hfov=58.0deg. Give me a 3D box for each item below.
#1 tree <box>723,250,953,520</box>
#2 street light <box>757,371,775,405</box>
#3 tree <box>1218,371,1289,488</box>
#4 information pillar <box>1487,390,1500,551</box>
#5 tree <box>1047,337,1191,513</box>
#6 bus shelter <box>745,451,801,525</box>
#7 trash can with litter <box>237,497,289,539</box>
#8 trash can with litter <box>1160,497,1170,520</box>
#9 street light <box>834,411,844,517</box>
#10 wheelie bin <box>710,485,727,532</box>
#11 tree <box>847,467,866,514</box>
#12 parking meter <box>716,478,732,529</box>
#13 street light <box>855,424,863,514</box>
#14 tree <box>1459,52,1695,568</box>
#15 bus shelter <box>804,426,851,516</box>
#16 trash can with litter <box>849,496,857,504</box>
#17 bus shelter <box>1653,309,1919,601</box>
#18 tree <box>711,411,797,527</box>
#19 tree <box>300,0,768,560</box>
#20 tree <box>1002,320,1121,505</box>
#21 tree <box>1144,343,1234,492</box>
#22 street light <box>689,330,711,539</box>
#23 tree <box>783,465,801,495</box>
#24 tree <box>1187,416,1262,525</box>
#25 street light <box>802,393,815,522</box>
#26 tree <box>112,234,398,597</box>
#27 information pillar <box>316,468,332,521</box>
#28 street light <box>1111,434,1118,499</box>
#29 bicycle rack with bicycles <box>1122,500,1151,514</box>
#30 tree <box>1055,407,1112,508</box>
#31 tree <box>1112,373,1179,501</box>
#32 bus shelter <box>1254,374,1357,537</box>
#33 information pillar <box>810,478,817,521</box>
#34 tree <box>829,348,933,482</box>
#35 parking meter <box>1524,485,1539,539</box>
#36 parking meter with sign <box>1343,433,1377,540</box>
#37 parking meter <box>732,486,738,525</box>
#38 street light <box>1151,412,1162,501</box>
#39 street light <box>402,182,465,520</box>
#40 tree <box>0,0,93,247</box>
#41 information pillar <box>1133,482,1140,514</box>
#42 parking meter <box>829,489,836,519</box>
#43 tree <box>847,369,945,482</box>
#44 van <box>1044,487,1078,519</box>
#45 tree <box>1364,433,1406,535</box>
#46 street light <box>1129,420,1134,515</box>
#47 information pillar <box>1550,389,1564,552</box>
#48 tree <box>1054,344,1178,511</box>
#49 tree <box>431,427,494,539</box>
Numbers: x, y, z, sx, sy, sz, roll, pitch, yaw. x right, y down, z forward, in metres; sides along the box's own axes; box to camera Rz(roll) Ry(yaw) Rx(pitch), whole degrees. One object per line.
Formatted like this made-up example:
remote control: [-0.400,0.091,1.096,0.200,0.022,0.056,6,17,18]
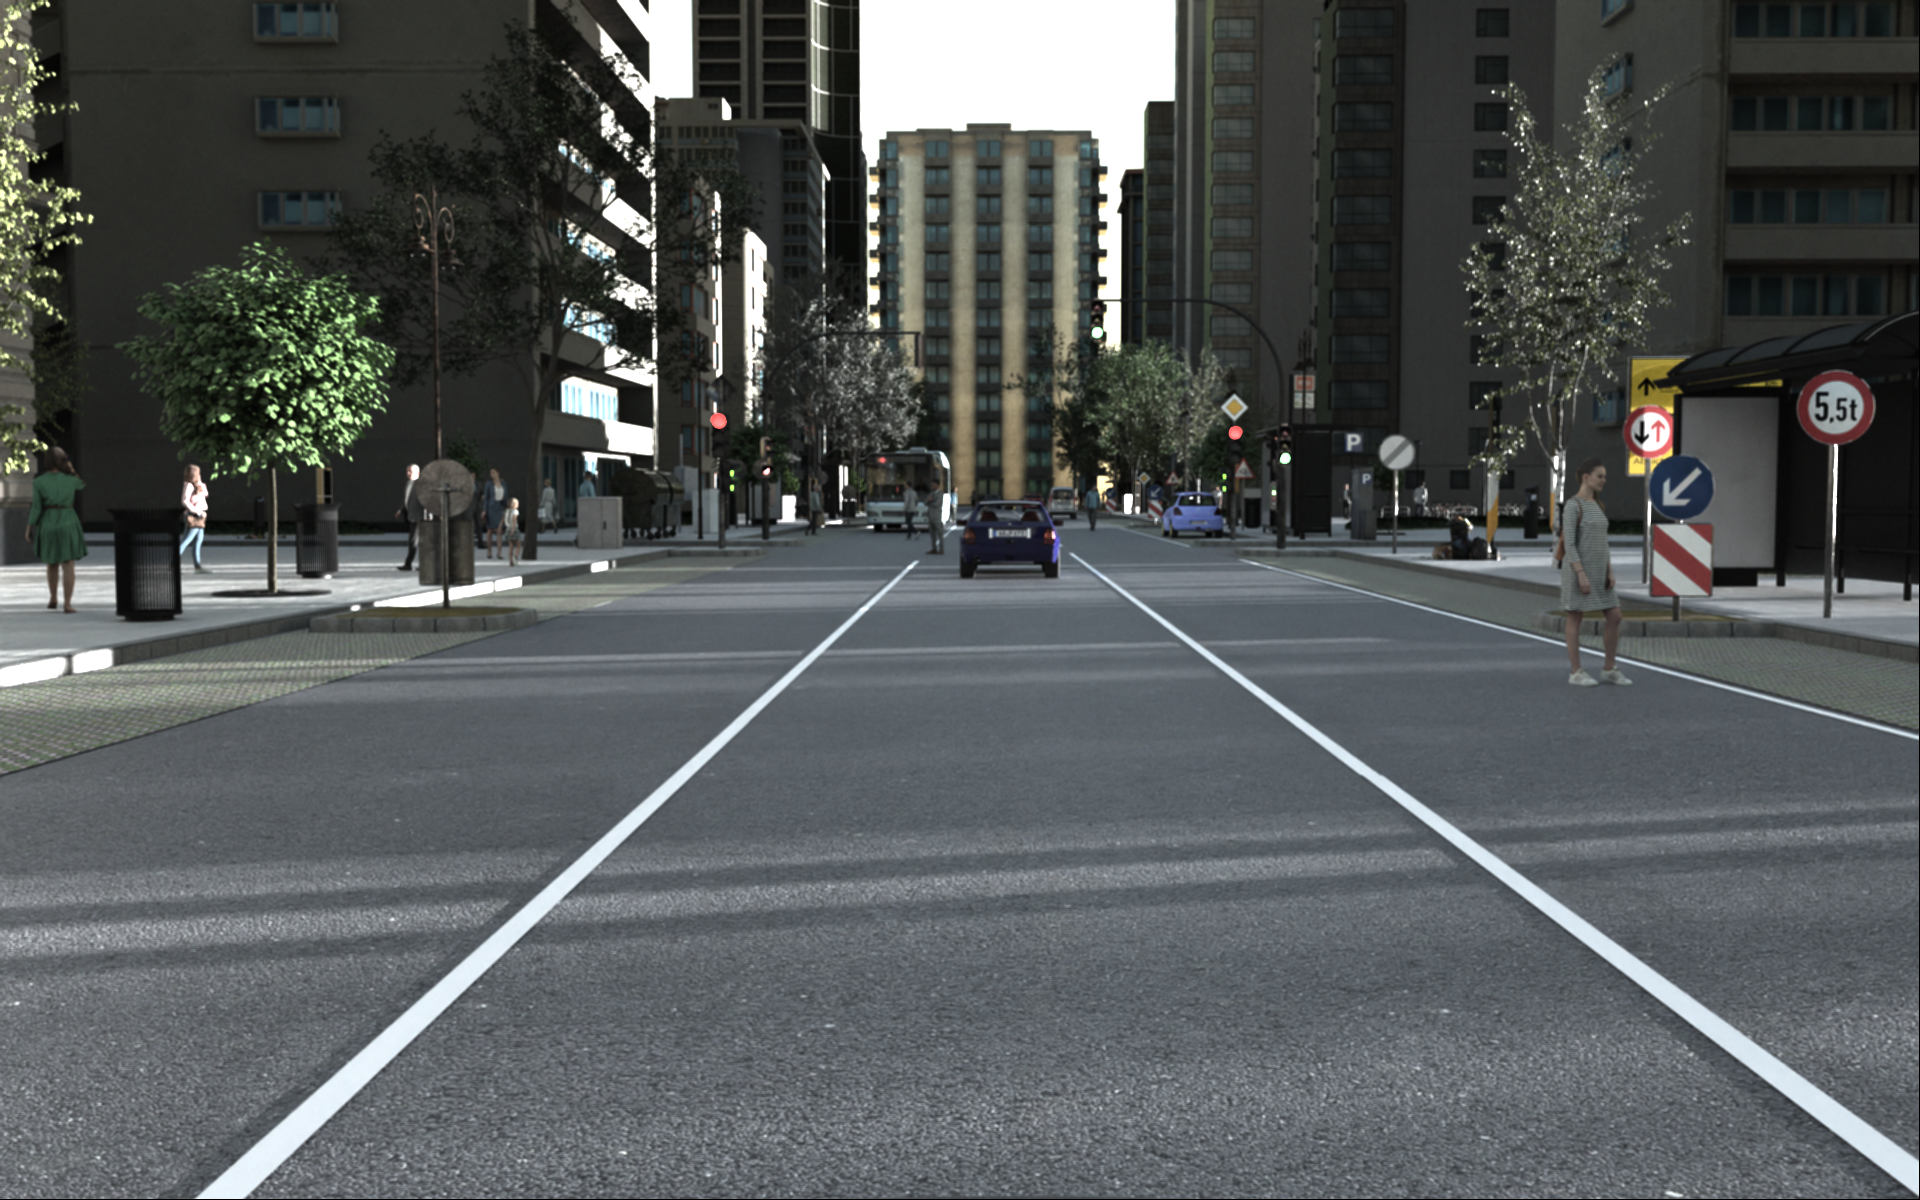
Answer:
tree: [-7.102,-10.767,86.410,12.009,13.543,11.850,0,3,0]
street light: [-7.186,-5.600,64.348,0.468,5.910,1.993,0,4,1]
tree: [16.942,-9.277,102.037,4.737,8.622,4.395,0,3,0]
information pillar: [12.090,-2.931,39.270,0.183,3.616,0.504,3,4,37]
tree: [11.608,-11.596,115.351,9.928,11.665,9.643,0,3,0]
bus shelter: [-8.119,-4.930,74.528,2.014,3.302,5.546,0,4,1]
trash can with litter: [-20.001,-2.383,50.019,1.678,1.210,2.233,0,4,-4]
trash can with litter: [10.408,-4.587,86.378,1.055,1.170,0.624,2,4,27]
street light: [-6.617,-7.465,94.832,0.468,5.910,1.993,0,4,1]
wheelie bin: [-8.249,-3.116,58.862,0.693,1.594,0.980,0,4,-7]
tree: [-7.046,-7.213,112.534,1.663,3.219,1.824,0,3,0]
parking meter: [-8.672,-3.520,63.257,0.399,1.863,0.255,2,4,26]
street light: [-6.402,-8.369,109.628,0.468,5.910,1.993,0,4,1]
tree: [10.438,-4.868,29.959,4.360,8.622,3.978,0,3,0]
bus shelter: [-7.997,-7.748,104.319,2.179,5.291,8.768,0,4,1]
trash can with litter: [-7.335,-6.323,114.765,1.055,1.170,0.624,2,4,32]
bus shelter: [10.664,-1.689,21.543,2.014,3.302,5.546,0,4,1]
tree: [-8.061,-5.172,68.272,4.285,4.588,4.351,0,3,0]
tree: [-8.185,-6.037,33.123,8.767,10.594,7.601,-3,5,-39]
tree: [11.307,-20.337,188.403,12.611,20.169,13.585,0,3,0]
tree: [11.321,-8.168,83.903,4.360,8.622,3.978,0,3,0]
street light: [-7.374,-4.664,49.047,0.468,5.910,1.993,0,4,1]
tree: [-11.472,-7.284,113.690,1.663,3.219,1.824,0,3,0]
tree: [11.341,-5.460,72.977,4.285,4.588,4.351,0,3,0]
street light: [-6.911,-6.505,79.142,0.468,5.910,1.993,0,4,1]
tree: [-8.868,-2.341,21.997,4.285,4.588,4.351,0,3,0]
information pillar: [-17.925,-2.714,48.868,0.304,2.012,0.304,2,4,34]
street light: [11.000,-9.194,123.114,0.468,5.910,1.993,0,4,1]
bicycle rack with bicycles: [12.338,-6.052,112.332,2.852,0.926,2.925,-3,4,-38]
tree: [11.967,-13.643,157.472,7.601,10.594,8.767,1,4,15]
tree: [11.351,-9.407,104.161,4.737,8.622,4.395,0,3,0]
bus shelter: [10.813,-4.780,55.783,2.179,5.291,8.768,0,4,1]
information pillar: [-6.867,-4.672,80.881,0.304,2.012,0.304,-1,4,-14]
tree: [-6.736,-13.214,134.179,7.486,12.596,7.792,0,3,0]
parking meter: [16.415,-2.529,49.756,0.372,1.533,0.369,0,3,0]
parking meter with sign: [11.280,-3.202,48.617,0.543,3.016,1.738,0,4,-5]
parking meter: [-9.378,-4.017,71.392,0.399,1.863,0.255,3,5,42]
street light: [10.571,-7.371,93.302,0.468,5.910,1.993,0,4,1]
street light: [-7.886,-3.260,26.087,0.468,5.910,1.993,0,4,1]
tree: [-13.919,-4.487,23.722,4.737,8.622,4.395,0,3,0]
information pillar: [11.162,-6.434,109.680,0.304,2.012,0.304,-3,4,-37]
parking meter: [-6.500,-4.874,88.103,0.372,1.533,0.369,0,3,0]
tree: [-6.097,-15.667,162.811,9.857,13.997,8.962,0,3,0]
van: [5.891,-5.730,100.700,2.013,2.044,4.112,0,4,1]
tree: [13.672,-3.685,54.844,1.663,3.219,1.824,0,3,0]
street light: [10.746,-8.276,108.099,0.468,5.910,1.993,0,4,1]
information pillar: [13.232,-2.877,38.399,0.183,3.616,0.504,3,4,38]
tree: [11.960,-13.170,132.338,9.611,12.733,9.660,0,3,0]
tree: [-14.531,-3.392,50.055,1.663,3.219,1.824,0,3,0]
